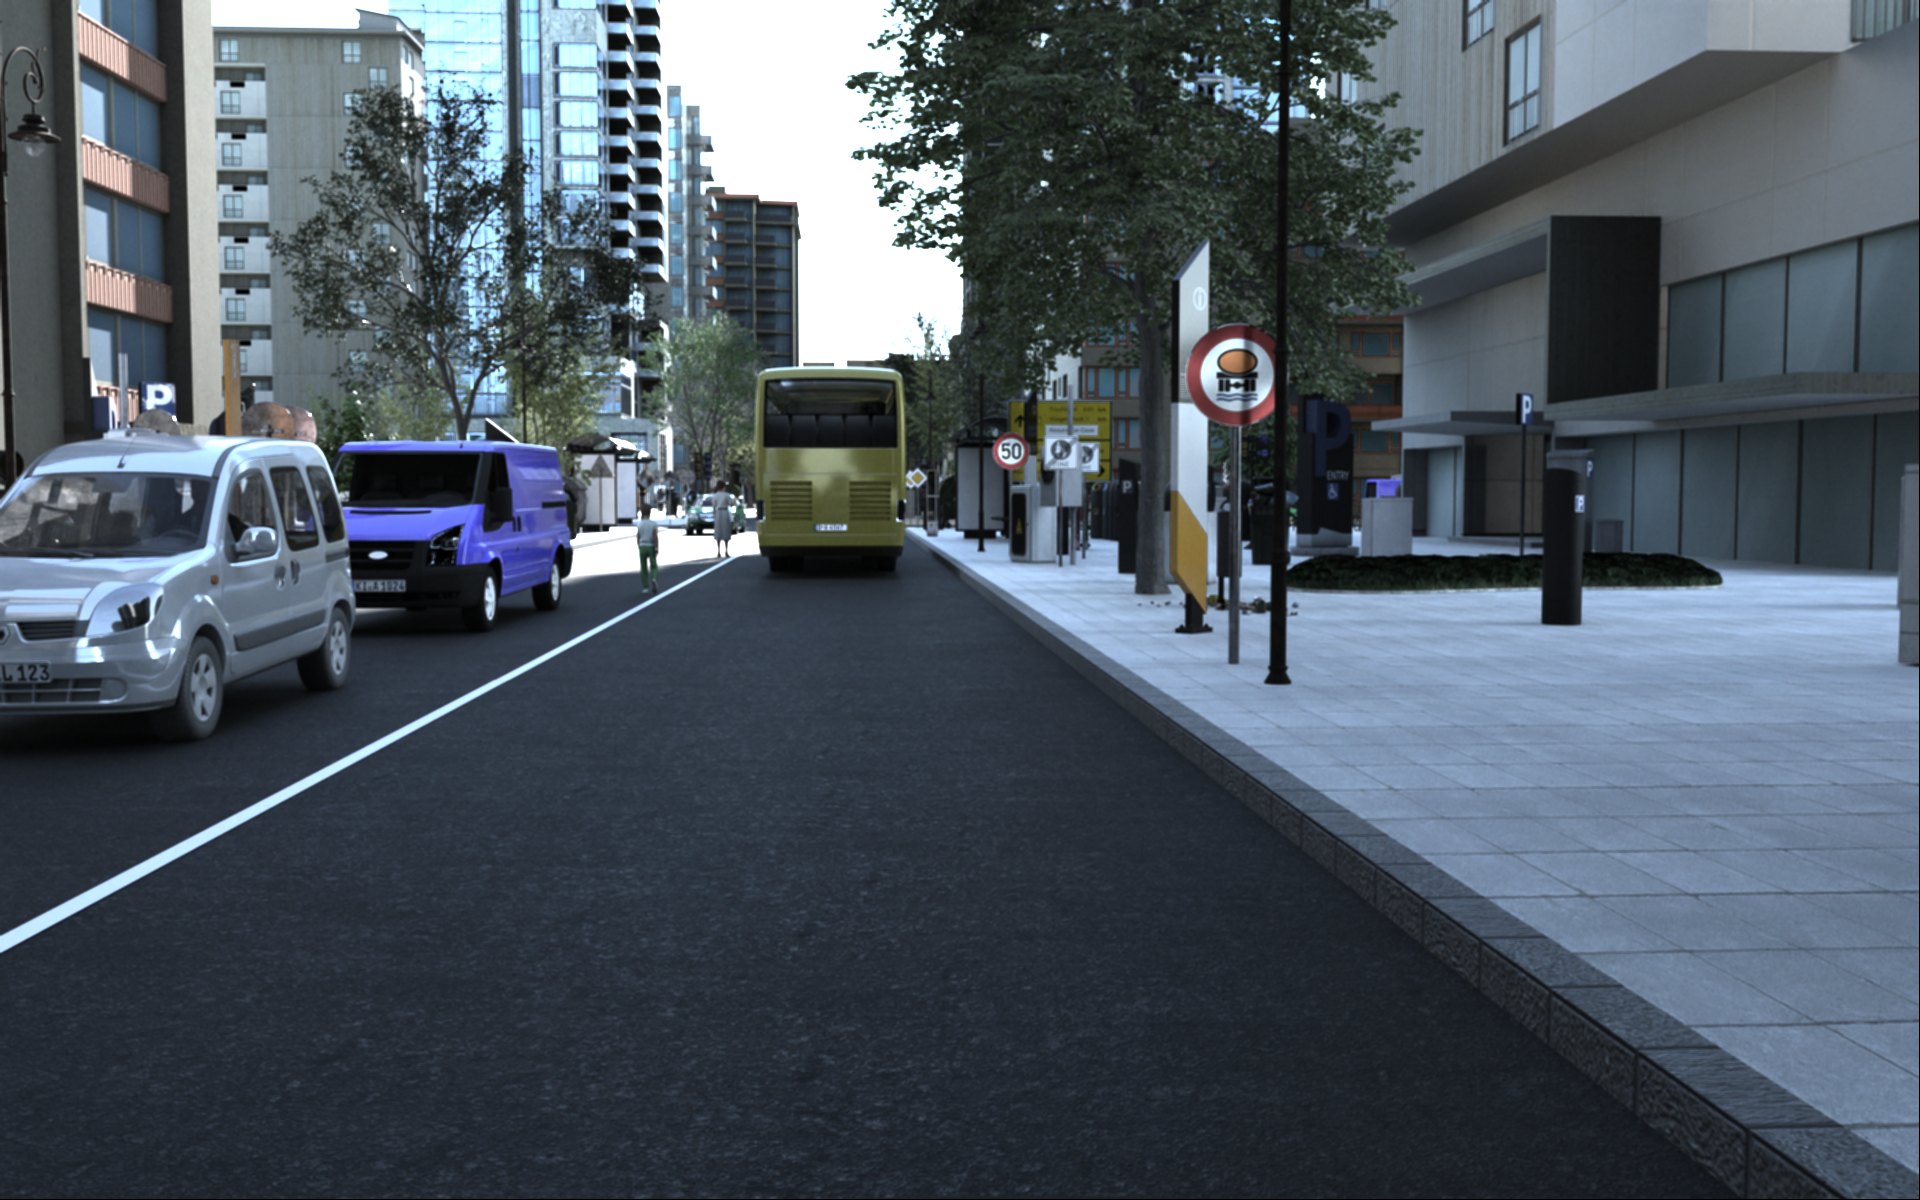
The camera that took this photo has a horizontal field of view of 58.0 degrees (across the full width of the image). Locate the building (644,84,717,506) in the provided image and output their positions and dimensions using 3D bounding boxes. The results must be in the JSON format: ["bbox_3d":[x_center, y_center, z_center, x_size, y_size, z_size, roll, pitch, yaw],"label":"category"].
[{"bbox_3d":[-44.023,-35.599,201.650,30.456,49.044,23.786,0,4,-3],"label":"building"}]

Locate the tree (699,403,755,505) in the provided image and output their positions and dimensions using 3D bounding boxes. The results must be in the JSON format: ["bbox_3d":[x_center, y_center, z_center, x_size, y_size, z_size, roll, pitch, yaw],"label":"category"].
[{"bbox_3d":[-17.220,-10.827,127.380,4.360,8.622,3.978,0,3,0],"label":"tree"}]

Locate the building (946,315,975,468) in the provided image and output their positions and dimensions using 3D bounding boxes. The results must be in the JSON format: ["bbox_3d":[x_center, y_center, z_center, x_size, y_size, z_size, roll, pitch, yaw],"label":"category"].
[{"bbox_3d":[13.382,-20.641,182.520,27.650,21.520,28.899,0,4,-3],"label":"building"}]

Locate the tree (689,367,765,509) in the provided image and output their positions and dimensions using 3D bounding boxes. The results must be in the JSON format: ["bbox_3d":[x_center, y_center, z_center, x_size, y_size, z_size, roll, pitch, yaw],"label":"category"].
[{"bbox_3d":[-18.588,-14.404,152.507,9.611,12.733,9.660,0,3,0],"label":"tree"}]

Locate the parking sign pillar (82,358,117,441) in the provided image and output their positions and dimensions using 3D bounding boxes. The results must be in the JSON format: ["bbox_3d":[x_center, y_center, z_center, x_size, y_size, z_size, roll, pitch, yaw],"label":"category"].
[{"bbox_3d":[-17.332,-2.843,34.963,1.447,3.967,1.447,-1,4,-19],"label":"parking sign pillar"}]

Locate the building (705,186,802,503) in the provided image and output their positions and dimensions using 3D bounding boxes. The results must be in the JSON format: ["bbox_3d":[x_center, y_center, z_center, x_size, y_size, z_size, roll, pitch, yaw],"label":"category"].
[{"bbox_3d":[-37.214,-36.318,248.423,28.867,44.769,22.147,0,4,-3],"label":"building"}]

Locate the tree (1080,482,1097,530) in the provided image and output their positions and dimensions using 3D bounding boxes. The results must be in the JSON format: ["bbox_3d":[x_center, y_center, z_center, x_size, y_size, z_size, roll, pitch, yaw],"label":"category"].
[{"bbox_3d":[4.435,-4.146,62.380,1.663,3.219,1.824,0,3,0],"label":"tree"}]

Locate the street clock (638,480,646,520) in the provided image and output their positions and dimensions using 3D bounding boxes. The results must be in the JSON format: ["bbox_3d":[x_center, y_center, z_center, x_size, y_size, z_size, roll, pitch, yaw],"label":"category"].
[{"bbox_3d":[-14.837,-4.672,80.961,0.471,2.002,0.358,-1,4,-14],"label":"street clock"}]

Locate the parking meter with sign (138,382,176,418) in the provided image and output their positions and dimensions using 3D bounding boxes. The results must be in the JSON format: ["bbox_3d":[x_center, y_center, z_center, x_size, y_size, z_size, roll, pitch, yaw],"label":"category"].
[{"bbox_3d":[-13.200,-1.921,27.671,1.738,3.016,0.543,3,4,38],"label":"parking meter with sign"}]

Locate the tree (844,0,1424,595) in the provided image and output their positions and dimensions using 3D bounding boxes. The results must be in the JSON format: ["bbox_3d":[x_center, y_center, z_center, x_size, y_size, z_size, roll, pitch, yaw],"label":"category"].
[{"bbox_3d":[2.042,-6.351,21.970,7.486,12.596,7.792,0,3,0],"label":"tree"}]

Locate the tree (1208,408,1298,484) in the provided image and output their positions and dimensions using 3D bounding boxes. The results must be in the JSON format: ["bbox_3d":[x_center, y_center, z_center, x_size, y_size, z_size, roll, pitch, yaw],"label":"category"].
[{"bbox_3d":[9.757,-4.397,55.608,4.285,4.588,4.351,0,3,0],"label":"tree"}]

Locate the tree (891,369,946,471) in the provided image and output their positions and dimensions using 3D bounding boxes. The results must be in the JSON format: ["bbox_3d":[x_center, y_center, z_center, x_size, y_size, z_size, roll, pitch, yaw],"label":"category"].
[{"bbox_3d":[-4.739,-13.090,139.782,9.928,11.665,9.643,0,3,0],"label":"tree"}]

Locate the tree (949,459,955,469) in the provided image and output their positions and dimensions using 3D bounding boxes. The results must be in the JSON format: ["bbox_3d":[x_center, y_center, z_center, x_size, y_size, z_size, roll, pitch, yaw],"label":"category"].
[{"bbox_3d":[0.729,-8.876,128.833,4.285,4.588,4.351,0,3,0],"label":"tree"}]

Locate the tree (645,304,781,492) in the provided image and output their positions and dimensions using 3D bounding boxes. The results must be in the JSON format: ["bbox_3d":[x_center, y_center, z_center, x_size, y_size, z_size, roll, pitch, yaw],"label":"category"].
[{"bbox_3d":[-15.372,-12.301,111.483,12.009,13.543,11.850,0,3,0],"label":"tree"}]

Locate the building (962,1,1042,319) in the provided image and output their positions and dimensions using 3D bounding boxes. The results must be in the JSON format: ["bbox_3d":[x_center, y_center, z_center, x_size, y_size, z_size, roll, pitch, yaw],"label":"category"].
[{"bbox_3d":[8.864,-46.925,205.482,20.563,71.187,20.611,0,4,-3],"label":"building"}]

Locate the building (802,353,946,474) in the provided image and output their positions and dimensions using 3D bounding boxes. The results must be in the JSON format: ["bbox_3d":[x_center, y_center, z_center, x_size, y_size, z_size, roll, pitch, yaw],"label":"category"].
[{"bbox_3d":[-8.569,-25.007,253.895,28.899,21.520,27.650,0,4,-3],"label":"building"}]

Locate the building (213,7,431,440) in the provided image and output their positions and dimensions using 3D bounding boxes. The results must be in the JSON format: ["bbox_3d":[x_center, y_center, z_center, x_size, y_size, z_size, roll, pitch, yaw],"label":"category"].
[{"bbox_3d":[-72.754,-37.151,196.665,27.495,52.752,28.713,0,4,-3],"label":"building"}]

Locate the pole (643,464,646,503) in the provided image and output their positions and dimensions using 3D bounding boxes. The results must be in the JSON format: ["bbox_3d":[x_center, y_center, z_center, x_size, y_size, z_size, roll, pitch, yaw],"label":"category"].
[{"bbox_3d":[-21.582,-7.625,118.518,0.158,3.312,0.155,0,3,0],"label":"pole"}]

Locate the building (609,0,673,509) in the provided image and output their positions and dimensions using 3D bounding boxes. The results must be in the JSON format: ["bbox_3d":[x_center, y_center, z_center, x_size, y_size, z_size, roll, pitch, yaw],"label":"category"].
[{"bbox_3d":[-37.764,-51.822,159.964,22.319,86.520,31.000,0,4,-3],"label":"building"}]

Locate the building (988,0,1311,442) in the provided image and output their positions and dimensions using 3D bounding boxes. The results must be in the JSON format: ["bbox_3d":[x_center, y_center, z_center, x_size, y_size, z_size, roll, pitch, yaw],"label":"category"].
[{"bbox_3d":[14.455,-50.121,132.150,22.319,86.520,31.000,0,4,-3],"label":"building"}]

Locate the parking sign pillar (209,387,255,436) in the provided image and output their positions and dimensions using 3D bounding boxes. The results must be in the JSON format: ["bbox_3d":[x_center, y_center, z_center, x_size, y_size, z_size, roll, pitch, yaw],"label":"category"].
[{"bbox_3d":[-17.971,-3.320,42.756,1.447,3.967,1.447,1,4,15],"label":"parking sign pillar"}]

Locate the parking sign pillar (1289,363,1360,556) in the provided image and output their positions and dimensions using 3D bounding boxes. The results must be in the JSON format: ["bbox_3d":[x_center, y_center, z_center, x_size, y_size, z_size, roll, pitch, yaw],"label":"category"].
[{"bbox_3d":[7.611,-2.911,36.062,1.447,3.967,1.447,-3,4,-38],"label":"parking sign pillar"}]

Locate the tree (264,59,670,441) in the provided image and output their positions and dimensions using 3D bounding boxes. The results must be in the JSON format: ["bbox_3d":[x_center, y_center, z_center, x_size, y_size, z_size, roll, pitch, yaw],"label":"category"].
[{"bbox_3d":[-10.433,-6.259,36.754,8.767,10.594,7.601,-1,4,-14],"label":"tree"}]

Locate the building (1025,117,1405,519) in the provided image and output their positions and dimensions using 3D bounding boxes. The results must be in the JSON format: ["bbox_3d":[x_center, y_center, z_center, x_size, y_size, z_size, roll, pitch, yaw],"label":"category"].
[{"bbox_3d":[19.437,-15.493,98.347,28.899,21.520,27.650,0,4,-3],"label":"building"}]

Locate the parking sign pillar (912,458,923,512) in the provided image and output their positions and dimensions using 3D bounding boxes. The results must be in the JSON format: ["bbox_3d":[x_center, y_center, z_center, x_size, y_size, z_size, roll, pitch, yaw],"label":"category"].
[{"bbox_3d":[-3.151,-8.395,125.734,1.447,3.967,1.447,-1,4,-14],"label":"parking sign pillar"}]

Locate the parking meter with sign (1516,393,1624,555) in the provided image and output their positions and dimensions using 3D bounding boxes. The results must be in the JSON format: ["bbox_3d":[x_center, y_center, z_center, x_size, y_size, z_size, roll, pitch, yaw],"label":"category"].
[{"bbox_3d":[10.431,-2.039,29.605,1.738,3.016,0.543,3,5,40],"label":"parking meter with sign"}]

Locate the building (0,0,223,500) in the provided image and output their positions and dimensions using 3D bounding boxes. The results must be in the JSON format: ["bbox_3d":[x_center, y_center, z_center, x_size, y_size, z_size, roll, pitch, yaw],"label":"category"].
[{"bbox_3d":[-33.497,-23.746,42.872,28.867,44.769,22.147,0,4,-3],"label":"building"}]

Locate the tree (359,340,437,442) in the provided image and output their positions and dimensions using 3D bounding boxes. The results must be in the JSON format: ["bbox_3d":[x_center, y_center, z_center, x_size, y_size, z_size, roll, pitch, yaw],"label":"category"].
[{"bbox_3d":[-23.873,-7.814,78.128,4.737,8.622,4.395,0,3,0],"label":"tree"}]

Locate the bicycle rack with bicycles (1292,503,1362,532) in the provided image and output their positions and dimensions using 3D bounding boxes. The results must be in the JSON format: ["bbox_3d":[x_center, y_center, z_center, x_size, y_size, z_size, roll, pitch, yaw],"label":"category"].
[{"bbox_3d":[12.774,-2.851,59.996,2.852,0.926,2.925,0,4,-6],"label":"bicycle rack with bicycles"}]

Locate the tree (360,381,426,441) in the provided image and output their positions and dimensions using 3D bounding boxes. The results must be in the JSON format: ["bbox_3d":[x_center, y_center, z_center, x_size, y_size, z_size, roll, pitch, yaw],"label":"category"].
[{"bbox_3d":[-36.327,-9.653,108.192,4.360,8.622,3.978,0,3,0],"label":"tree"}]

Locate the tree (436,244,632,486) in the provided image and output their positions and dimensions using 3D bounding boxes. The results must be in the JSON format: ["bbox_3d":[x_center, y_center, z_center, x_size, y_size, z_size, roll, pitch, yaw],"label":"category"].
[{"bbox_3d":[-12.084,-6.145,50.839,4.737,8.622,4.395,0,3,0],"label":"tree"}]

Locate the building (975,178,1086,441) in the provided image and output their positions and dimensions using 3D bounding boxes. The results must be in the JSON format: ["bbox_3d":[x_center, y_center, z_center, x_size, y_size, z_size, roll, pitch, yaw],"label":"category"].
[{"bbox_3d":[8.245,-23.753,160.063,14.160,30.474,14.107,0,4,-3],"label":"building"}]

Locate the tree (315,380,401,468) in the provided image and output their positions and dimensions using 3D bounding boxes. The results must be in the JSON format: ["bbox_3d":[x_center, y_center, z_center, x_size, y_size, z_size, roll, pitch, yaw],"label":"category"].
[{"bbox_3d":[-10.290,-2.136,29.526,1.663,3.219,1.824,0,3,0],"label":"tree"}]

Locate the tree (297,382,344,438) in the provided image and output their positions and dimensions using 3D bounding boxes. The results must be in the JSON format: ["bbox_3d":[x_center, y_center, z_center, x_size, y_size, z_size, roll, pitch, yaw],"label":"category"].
[{"bbox_3d":[-42.251,-9.949,113.022,4.737,8.622,4.395,0,3,0],"label":"tree"}]

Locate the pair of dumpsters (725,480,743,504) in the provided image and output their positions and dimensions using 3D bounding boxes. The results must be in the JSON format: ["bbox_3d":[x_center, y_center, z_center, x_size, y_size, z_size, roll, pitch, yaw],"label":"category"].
[{"bbox_3d":[-16.133,-7.292,121.711,1.574,2.255,4.437,0,4,-3],"label":"pair of dumpsters"}]

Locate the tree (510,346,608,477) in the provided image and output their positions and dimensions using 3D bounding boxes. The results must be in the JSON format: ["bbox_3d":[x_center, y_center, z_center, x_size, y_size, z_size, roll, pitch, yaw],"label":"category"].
[{"bbox_3d":[-19.258,-8.179,84.089,4.360,8.622,3.978,0,3,0],"label":"tree"}]

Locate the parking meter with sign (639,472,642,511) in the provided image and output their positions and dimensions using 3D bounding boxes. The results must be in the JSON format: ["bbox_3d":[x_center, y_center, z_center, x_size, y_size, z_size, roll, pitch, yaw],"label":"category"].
[{"bbox_3d":[-25.049,-8.447,134.375,0.543,3.016,1.738,2,4,25],"label":"parking meter with sign"}]

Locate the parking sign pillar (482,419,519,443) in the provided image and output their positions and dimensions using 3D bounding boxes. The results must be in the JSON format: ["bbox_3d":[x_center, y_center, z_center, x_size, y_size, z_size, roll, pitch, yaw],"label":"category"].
[{"bbox_3d":[-16.330,-4.472,61.592,1.447,3.967,1.447,1,4,17],"label":"parking sign pillar"}]

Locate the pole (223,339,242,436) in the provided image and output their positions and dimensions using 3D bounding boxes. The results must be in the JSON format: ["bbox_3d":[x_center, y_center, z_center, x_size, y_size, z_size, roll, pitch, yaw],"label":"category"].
[{"bbox_3d":[-9.595,-1.778,22.906,0.158,3.312,0.155,0,3,0],"label":"pole"}]

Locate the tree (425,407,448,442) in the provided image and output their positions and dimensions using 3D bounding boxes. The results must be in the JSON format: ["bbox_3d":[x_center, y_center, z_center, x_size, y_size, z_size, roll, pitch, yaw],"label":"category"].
[{"bbox_3d":[-43.123,-11.506,138.477,4.360,8.622,3.978,0,3,0],"label":"tree"}]

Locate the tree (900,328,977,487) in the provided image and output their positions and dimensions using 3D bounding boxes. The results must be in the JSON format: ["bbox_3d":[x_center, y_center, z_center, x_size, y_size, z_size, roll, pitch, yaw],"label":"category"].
[{"bbox_3d":[-0.947,-7.698,76.219,4.737,8.622,4.395,0,3,0],"label":"tree"}]

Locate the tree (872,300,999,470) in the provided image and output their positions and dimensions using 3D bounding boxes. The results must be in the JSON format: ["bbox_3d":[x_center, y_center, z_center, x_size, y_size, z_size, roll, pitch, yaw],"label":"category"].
[{"bbox_3d":[-1.539,-9.154,84.074,7.601,10.594,8.767,-1,4,-22],"label":"tree"}]

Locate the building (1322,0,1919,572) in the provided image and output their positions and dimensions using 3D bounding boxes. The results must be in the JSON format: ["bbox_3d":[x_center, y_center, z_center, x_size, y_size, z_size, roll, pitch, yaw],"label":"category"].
[{"bbox_3d":[25.103,-27.520,39.184,28.713,52.752,27.495,0,4,-3],"label":"building"}]

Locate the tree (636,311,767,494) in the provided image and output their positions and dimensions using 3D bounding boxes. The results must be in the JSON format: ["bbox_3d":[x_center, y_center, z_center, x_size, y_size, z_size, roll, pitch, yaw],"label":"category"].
[{"bbox_3d":[-14.651,-10.624,99.453,9.928,11.665,9.643,0,3,0],"label":"tree"}]

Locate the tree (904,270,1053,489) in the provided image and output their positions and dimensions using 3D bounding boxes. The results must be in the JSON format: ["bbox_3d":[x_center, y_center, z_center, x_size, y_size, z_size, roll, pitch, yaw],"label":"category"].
[{"bbox_3d":[0.630,-6.446,55.751,4.360,8.622,3.978,0,3,0],"label":"tree"}]
